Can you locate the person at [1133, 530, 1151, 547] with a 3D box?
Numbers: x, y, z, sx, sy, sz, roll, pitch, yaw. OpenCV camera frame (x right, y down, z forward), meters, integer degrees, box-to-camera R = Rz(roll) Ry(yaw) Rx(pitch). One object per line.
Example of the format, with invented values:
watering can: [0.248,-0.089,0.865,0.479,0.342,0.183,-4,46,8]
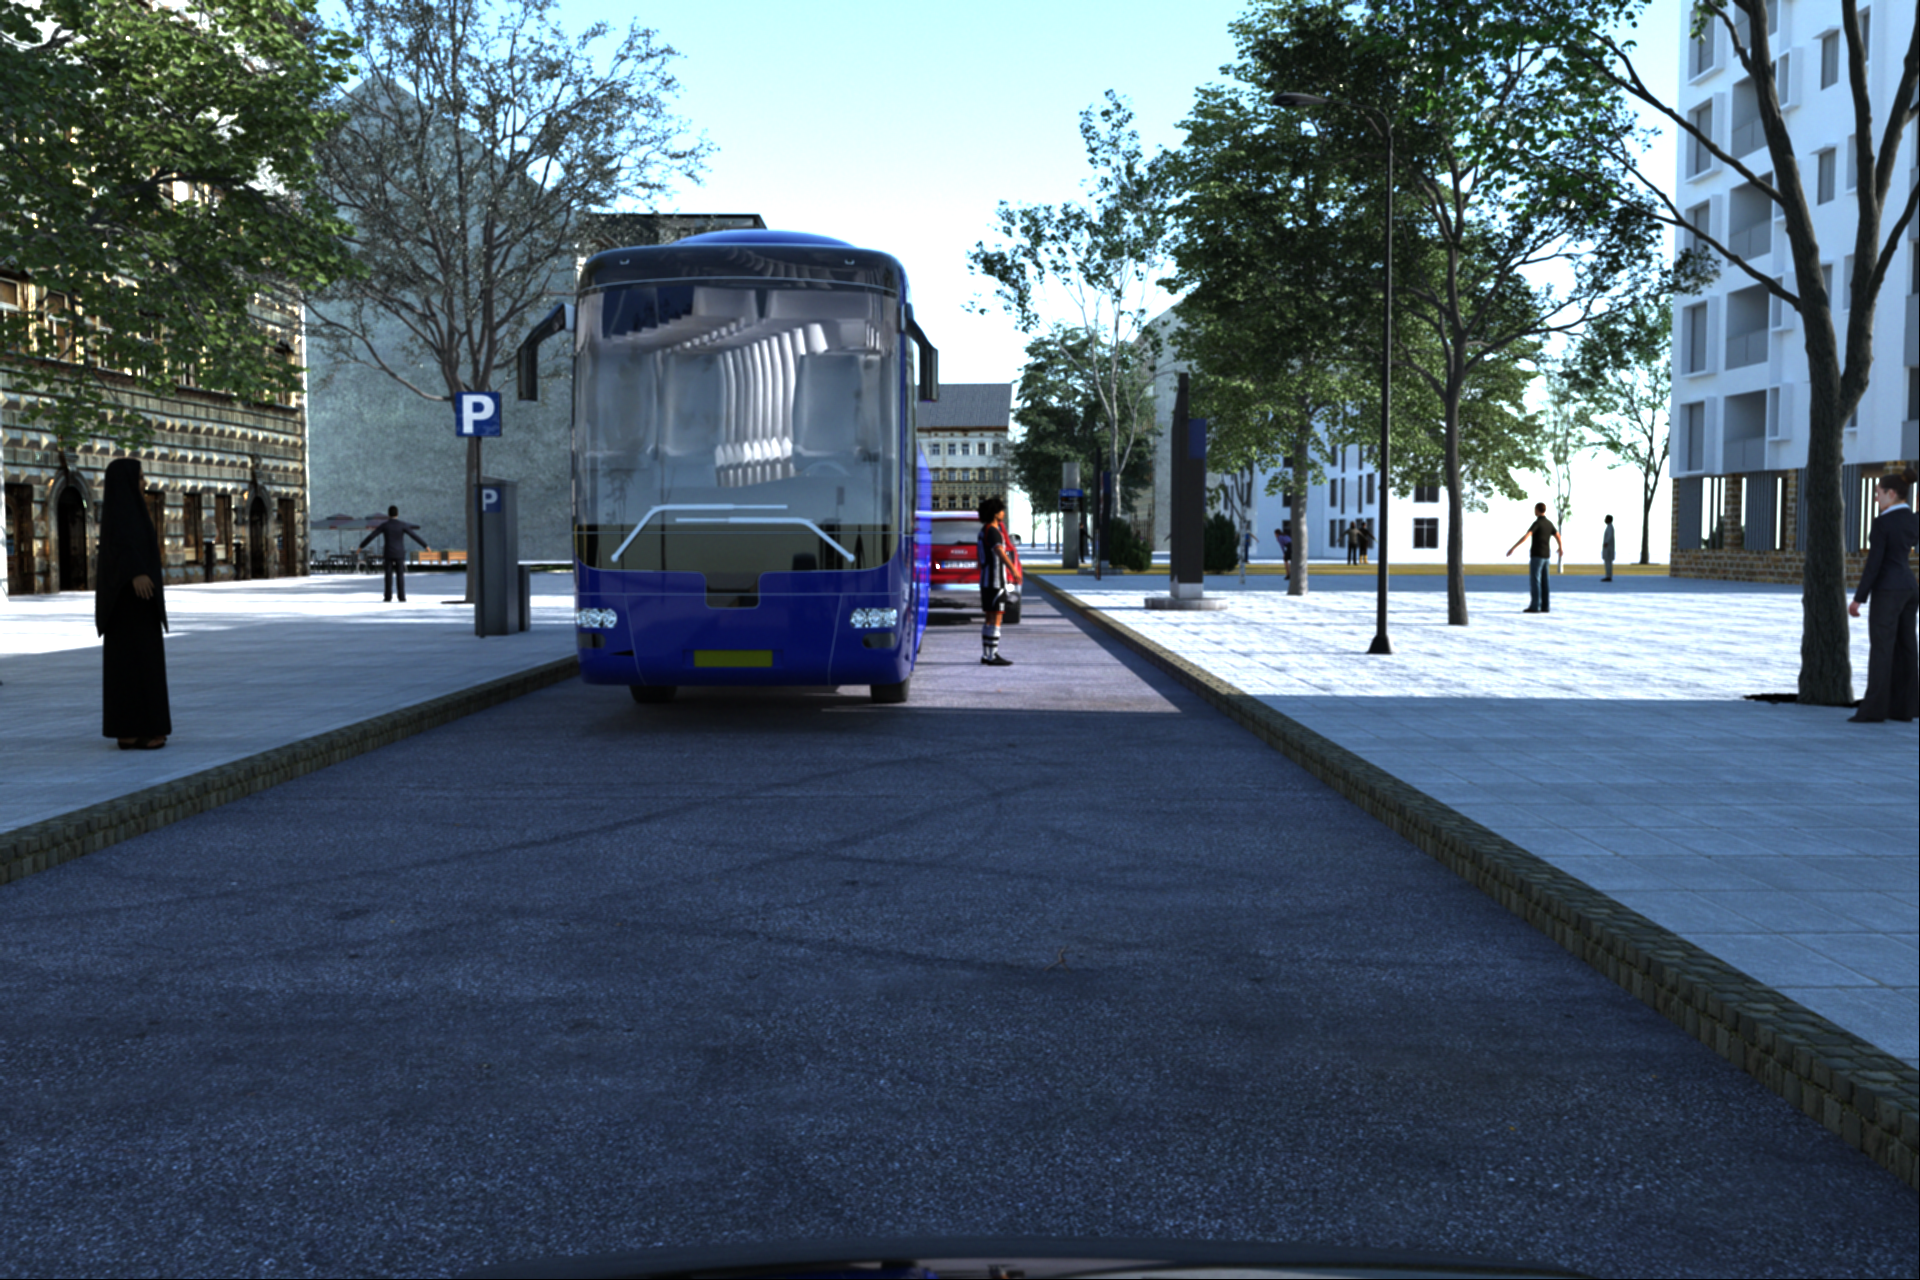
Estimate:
person: [6.943,-3.544,67.217,0.991,1.433,0.599,2,4,30]

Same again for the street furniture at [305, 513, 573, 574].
street furniture: [-22.302,-3.499,62.244,27.439,1.986,14.083,1,4,9]

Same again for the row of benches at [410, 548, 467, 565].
row of benches: [-21.432,-3.555,73.588,1.422,0.672,4.104,3,4,37]

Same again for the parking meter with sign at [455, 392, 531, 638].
parking meter with sign: [-5.911,-1.583,22.135,0.543,3.016,1.738,0,4,-1]

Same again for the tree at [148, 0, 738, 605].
tree: [-9.029,-7.423,31.735,12.009,13.543,11.850,0,3,0]

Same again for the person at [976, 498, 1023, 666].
person: [0.387,-0.632,18.942,0.704,1.843,1.345,-1,4,-14]

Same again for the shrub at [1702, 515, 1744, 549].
shrub: [27.791,-3.593,62.786,1.661,2.075,1.752,0,3,0]

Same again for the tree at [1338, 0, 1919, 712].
tree: [6.622,-5.330,12.897,9.928,11.665,9.643,0,3,0]

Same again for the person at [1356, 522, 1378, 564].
person: [17.510,-4.218,75.104,0.704,1.812,1.346,-3,4,-38]

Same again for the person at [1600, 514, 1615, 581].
person: [17.598,-2.507,47.079,0.704,1.819,1.344,1,4,18]

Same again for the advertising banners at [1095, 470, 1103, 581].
advertising banners: [3.871,-3.183,48.223,0.090,3.025,2.074,0,4,0]

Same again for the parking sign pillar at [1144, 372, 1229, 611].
parking sign pillar: [3.879,-2.515,29.596,1.447,3.967,1.447,0,4,0]

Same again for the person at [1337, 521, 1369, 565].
person: [16.167,-3.987,71.321,1.348,1.813,0.705,0,3,0]

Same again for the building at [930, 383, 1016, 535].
building: [-1.426,-25.519,250.618,18.063,23.208,19.493,0,4,5]

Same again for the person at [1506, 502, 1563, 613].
person: [9.455,-1.351,28.310,1.348,1.803,0.705,-2,4,-33]

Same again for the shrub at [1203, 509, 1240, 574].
shrub: [8.206,-3.135,55.291,1.661,2.075,1.752,0,3,0]

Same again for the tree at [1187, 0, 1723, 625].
tree: [6.707,-5.493,24.219,7.601,10.594,8.767,0,4,3]

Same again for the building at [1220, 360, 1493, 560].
building: [21.191,-9.512,97.663,9.099,9.664,28.070,0,3,0]

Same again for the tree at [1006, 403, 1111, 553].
tree: [6.861,-11.183,117.256,8.767,10.594,7.601,3,5,41]

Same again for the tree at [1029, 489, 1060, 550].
tree: [7.043,-11.547,139.149,4.360,8.622,3.978,0,3,0]

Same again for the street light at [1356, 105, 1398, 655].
street light: [5.071,-2.805,18.404,1.470,5.913,1.316,0,4,0]

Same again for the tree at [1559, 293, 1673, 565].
tree: [29.085,-8.990,72.750,9.928,11.665,9.643,0,3,0]

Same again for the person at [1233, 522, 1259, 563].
person: [12.525,-4.295,76.087,1.347,1.847,0.705,-2,4,-27]

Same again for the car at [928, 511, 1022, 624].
car: [-0.066,-1.256,29.208,2.281,1.827,5.304,0,4,-1]

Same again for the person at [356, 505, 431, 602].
person: [-10.735,-1.639,32.845,1.345,1.823,0.704,-1,4,-18]

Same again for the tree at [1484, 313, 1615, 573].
tree: [19.971,-6.506,56.731,4.360,8.622,3.978,0,3,0]

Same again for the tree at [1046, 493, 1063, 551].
tree: [6.920,-10.974,129.793,4.737,8.622,4.395,0,3,0]

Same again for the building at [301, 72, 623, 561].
building: [-27.481,-15.952,91.750,19.493,23.208,18.063,0,4,0]

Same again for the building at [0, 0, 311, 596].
building: [-28.794,-12.943,42.542,19.493,23.208,18.063,0,4,-1]

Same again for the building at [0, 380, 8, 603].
building: [-26.136,-9.151,16.084,16.747,18.905,31.486,0,4,0]

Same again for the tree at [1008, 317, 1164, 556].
tree: [7.131,-11.841,100.261,9.857,13.997,8.962,0,3,0]

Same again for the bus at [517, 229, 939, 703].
bus: [-1.622,-1.614,17.943,2.896,3.916,12.251,0,4,0]

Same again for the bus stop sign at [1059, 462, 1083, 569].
bus stop sign: [4.084,-4.571,63.751,0.837,3.901,0.837,0,3,0]

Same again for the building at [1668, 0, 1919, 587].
building: [26.091,-11.786,49.114,16.016,20.090,11.380,0,4,0]

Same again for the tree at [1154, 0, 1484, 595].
tree: [7.442,-7.227,36.284,7.486,12.596,7.792,0,3,0]

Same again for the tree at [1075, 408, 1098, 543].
tree: [19.482,-24.013,248.505,12.611,20.169,13.585,0,3,0]

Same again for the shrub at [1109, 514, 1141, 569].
shrub: [5.791,-3.626,63.712,1.690,2.028,1.600,0,3,0]

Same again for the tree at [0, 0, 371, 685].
tree: [-8.718,-5.863,13.980,7.486,12.596,7.792,0,3,0]

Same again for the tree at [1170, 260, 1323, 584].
tree: [7.304,-5.765,44.620,4.737,8.622,4.395,0,3,0]

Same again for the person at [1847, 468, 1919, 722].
person: [6.417,-0.313,11.955,0.445,1.727,0.742,2,4,33]

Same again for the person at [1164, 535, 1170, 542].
person: [10.944,-4.971,87.053,1.354,1.856,0.705,-1,4,-10]

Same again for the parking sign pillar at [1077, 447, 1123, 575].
parking sign pillar: [4.406,-4.022,54.235,1.447,3.967,1.447,0,4,-1]

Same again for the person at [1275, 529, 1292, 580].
person: [9.166,-2.416,48.770,0.697,1.427,0.421,3,5,40]

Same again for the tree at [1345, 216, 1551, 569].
tree: [17.724,-8.843,62.707,7.486,12.596,7.792,0,3,0]

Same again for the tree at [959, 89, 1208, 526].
tree: [6.045,-13.513,76.831,12.611,20.169,13.585,0,3,0]

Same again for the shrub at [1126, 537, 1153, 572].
shrub: [5.998,-2.863,57.935,1.383,1.207,1.383,0,3,0]

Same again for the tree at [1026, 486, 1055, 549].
tree: [7.254,-12.032,147.088,4.360,8.622,3.978,0,3,0]

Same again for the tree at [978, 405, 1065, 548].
tree: [6.831,-15.236,159.479,12.009,13.543,11.850,0,3,0]

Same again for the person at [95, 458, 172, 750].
person: [-4.899,-0.222,10.420,0.721,1.737,1.214,-1,4,-22]

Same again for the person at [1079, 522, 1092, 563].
person: [5.356,-4.320,76.825,1.347,1.806,0.705,3,4,39]

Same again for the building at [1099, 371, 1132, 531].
building: [24.870,-21.717,185.996,19.493,23.208,18.063,0,3,0]

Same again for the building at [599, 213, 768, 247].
building: [-23.551,-17.306,126.925,27.936,21.610,32.646,0,4,-1]

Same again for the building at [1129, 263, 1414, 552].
building: [23.246,-18.484,133.143,19.493,23.208,18.063,0,4,0]
